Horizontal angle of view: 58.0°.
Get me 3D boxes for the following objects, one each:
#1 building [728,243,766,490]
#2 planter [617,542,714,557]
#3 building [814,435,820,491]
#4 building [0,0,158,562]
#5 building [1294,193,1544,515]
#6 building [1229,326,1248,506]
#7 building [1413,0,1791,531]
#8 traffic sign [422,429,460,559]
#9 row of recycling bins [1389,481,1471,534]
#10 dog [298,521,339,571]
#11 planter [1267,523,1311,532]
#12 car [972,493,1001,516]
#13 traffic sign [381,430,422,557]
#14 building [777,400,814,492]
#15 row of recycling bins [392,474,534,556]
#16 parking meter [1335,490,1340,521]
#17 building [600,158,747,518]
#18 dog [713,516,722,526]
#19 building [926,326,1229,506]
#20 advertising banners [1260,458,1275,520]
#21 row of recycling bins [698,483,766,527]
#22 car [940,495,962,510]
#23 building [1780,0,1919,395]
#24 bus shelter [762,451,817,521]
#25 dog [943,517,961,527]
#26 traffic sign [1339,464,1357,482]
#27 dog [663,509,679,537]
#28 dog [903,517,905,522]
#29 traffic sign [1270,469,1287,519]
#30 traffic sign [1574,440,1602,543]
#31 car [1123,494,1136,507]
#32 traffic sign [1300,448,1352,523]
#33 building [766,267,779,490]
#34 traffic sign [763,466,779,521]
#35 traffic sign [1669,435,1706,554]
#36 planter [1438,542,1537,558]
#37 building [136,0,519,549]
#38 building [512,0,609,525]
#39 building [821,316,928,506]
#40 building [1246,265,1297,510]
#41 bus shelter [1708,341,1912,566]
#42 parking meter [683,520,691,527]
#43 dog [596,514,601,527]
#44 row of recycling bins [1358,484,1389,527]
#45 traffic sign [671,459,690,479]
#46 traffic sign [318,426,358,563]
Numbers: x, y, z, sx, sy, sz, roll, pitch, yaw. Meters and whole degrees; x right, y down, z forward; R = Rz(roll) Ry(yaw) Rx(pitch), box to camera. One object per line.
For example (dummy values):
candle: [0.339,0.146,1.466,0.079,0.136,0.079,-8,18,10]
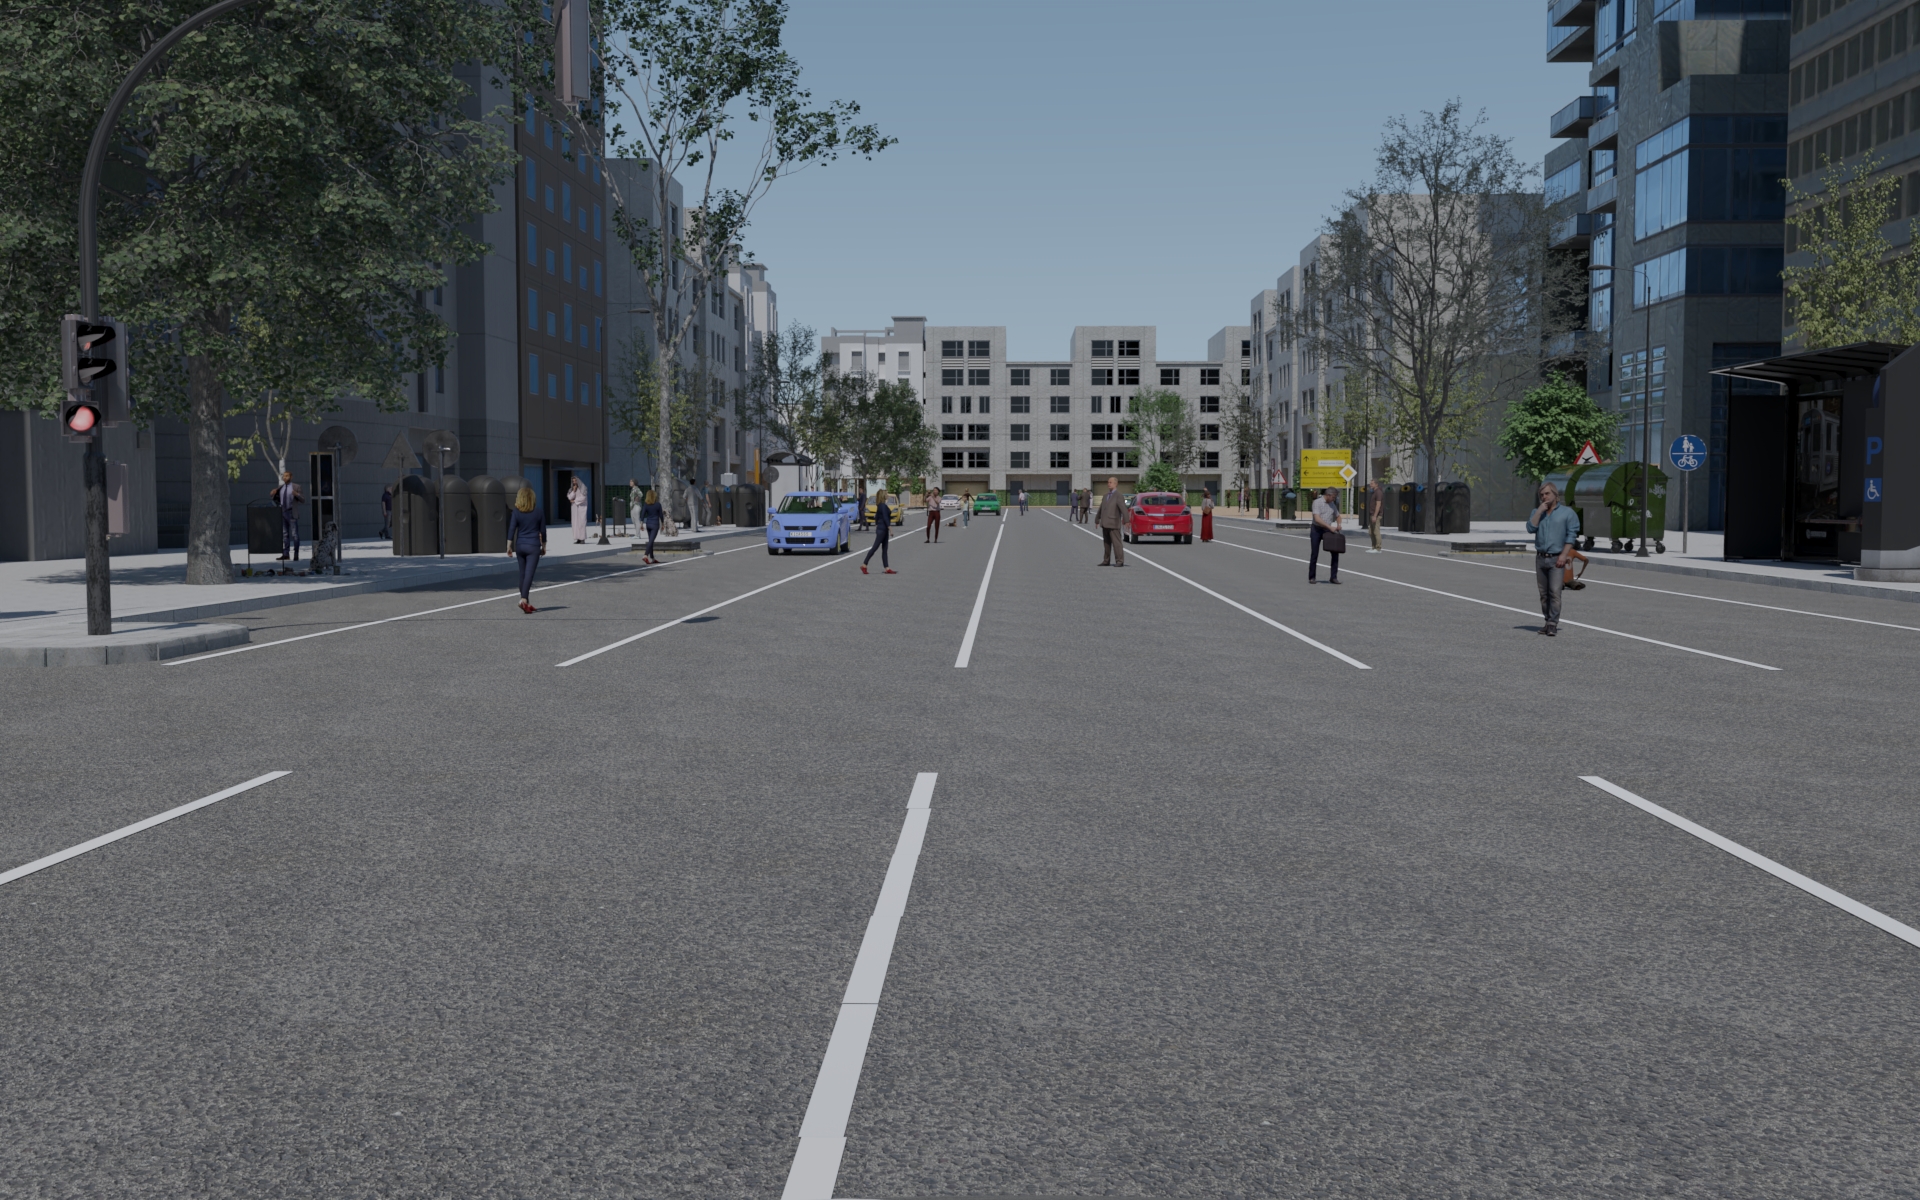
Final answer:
building: [-23.472,-16.655,128.728,16.016,20.091,11.380,0,4,2]
planter: [-6.807,-1.179,40.416,1.991,0.319,1.994,0,4,2]
building: [-29.539,-15.073,188.585,28.070,9.664,9.099,0,4,2]
building: [-24.661,-15.803,30.088,14.160,30.474,14.107,0,4,2]
building: [32.626,-14.933,110.608,16.747,18.905,31.486,0,4,2]
building: [43.870,-19.801,190.199,31.486,18.905,16.747,0,4,2]
building: [34.413,-46.461,72.302,22.319,86.520,31.000,0,4,2]
traffic sign: [-10.216,-2.079,34.102,0.768,2.556,0.104,0,4,6]
row of recycling bins: [15.850,-3.106,57.893,1.069,1.692,3.534,-1,4,-18]
dog: [-10.805,-0.899,29.074,0.800,0.831,0.513,-2,4,-29]
planter: [12.907,-2.793,66.801,1.991,0.319,1.994,0,4,2]
car: [1.800,-6.526,115.497,1.959,1.807,4.718,0,4,3]
traffic sign: [-11.433,-2.167,35.435,0.884,2.594,0.081,1,4,9]
building: [-27.908,-13.054,155.576,28.070,9.664,9.099,0,4,2]
row of recycling bins: [-10.608,-1.847,37.311,1.069,1.692,3.534,2,4,34]
parking meter: [17.912,-4.539,82.617,0.372,1.533,0.369,0,3,0]
building: [-24.017,-14.734,107.359,16.747,18.905,31.486,0,4,2]
dog: [-9.817,-3.180,69.730,0.550,0.427,0.748,3,4,38]
building: [12.386,-19.832,190.713,31.486,18.905,16.747,0,4,2]
advertising banners: [15.133,-5.447,85.248,0.090,3.025,2.074,-1,4,-9]
row of recycling bins: [-9.743,-4.019,72.826,1.069,1.692,3.534,2,4,32]
car: [-0.861,-8.790,156.081,2.083,1.381,4.827,0,4,2]
building: [34.250,-21.125,37.273,23.993,40.220,32.217,0,4,2]
bus shelter: [-8.267,-5.526,84.274,2.014,3.302,5.546,0,4,2]
dog: [-0.358,-3.404,75.849,0.550,0.427,0.748,-3,5,-39]
traffic sign: [16.754,-4.588,74.745,0.795,2.593,0.064,0,4,3]
dog: [-8.716,-2.306,52.079,0.513,0.831,0.800,-1,4,-14]
dog: [-3.104,-4.417,89.057,0.513,0.831,0.800,0,4,-8]
traffic sign: [16.492,-5.485,89.676,0.884,2.594,0.081,0,4,4]
traffic sign: [15.141,-2.558,41.832,0.884,2.594,0.081,0,4,5]
car: [10.832,-6.152,112.391,2.131,1.459,4.920,0,4,3]
traffic sign: [16.307,-5.099,77.247,2.265,3.308,0.079,1,4,9]
building: [-22.813,-17.349,140.072,16.016,20.091,11.380,0,4,2]
traffic sign: [-8.640,-4.835,79.151,0.768,2.556,0.104,0,4,5]
traffic sign: [15.636,-2.274,37.291,0.768,2.556,0.104,0,4,6]
planter: [12.096,-1.145,39.863,1.991,0.319,1.994,0,4,2]
building: [-27.641,-31.098,50.450,21.231,58.520,28.212,0,4,2]
building: [-23.357,-25.810,72.112,14.600,45.320,14.200,0,4,2]
building: [-9.147,-20.446,190.705,11.380,20.091,16.016,0,4,2]
building: [34.375,-16.873,142.327,16.747,18.905,31.486,0,4,2]
bus shelter: [14.865,-2.348,29.666,1.731,3.624,6.357,0,4,2]
parking meter: [-10.472,-3.565,66.695,0.372,1.533,0.369,0,3,0]
dog: [-13.856,-3.052,66.732,0.540,0.507,0.406,1,4,16]
row of recycling bins: [16.767,-3.759,68.567,1.069,1.692,3.534,-1,4,-8]
traffic sign: [-10.595,-4.014,65.355,0.795,2.593,0.064,0,4,6]
traffic sign: [-11.574,-1.965,32.229,0.768,2.556,0.104,0,4,4]
